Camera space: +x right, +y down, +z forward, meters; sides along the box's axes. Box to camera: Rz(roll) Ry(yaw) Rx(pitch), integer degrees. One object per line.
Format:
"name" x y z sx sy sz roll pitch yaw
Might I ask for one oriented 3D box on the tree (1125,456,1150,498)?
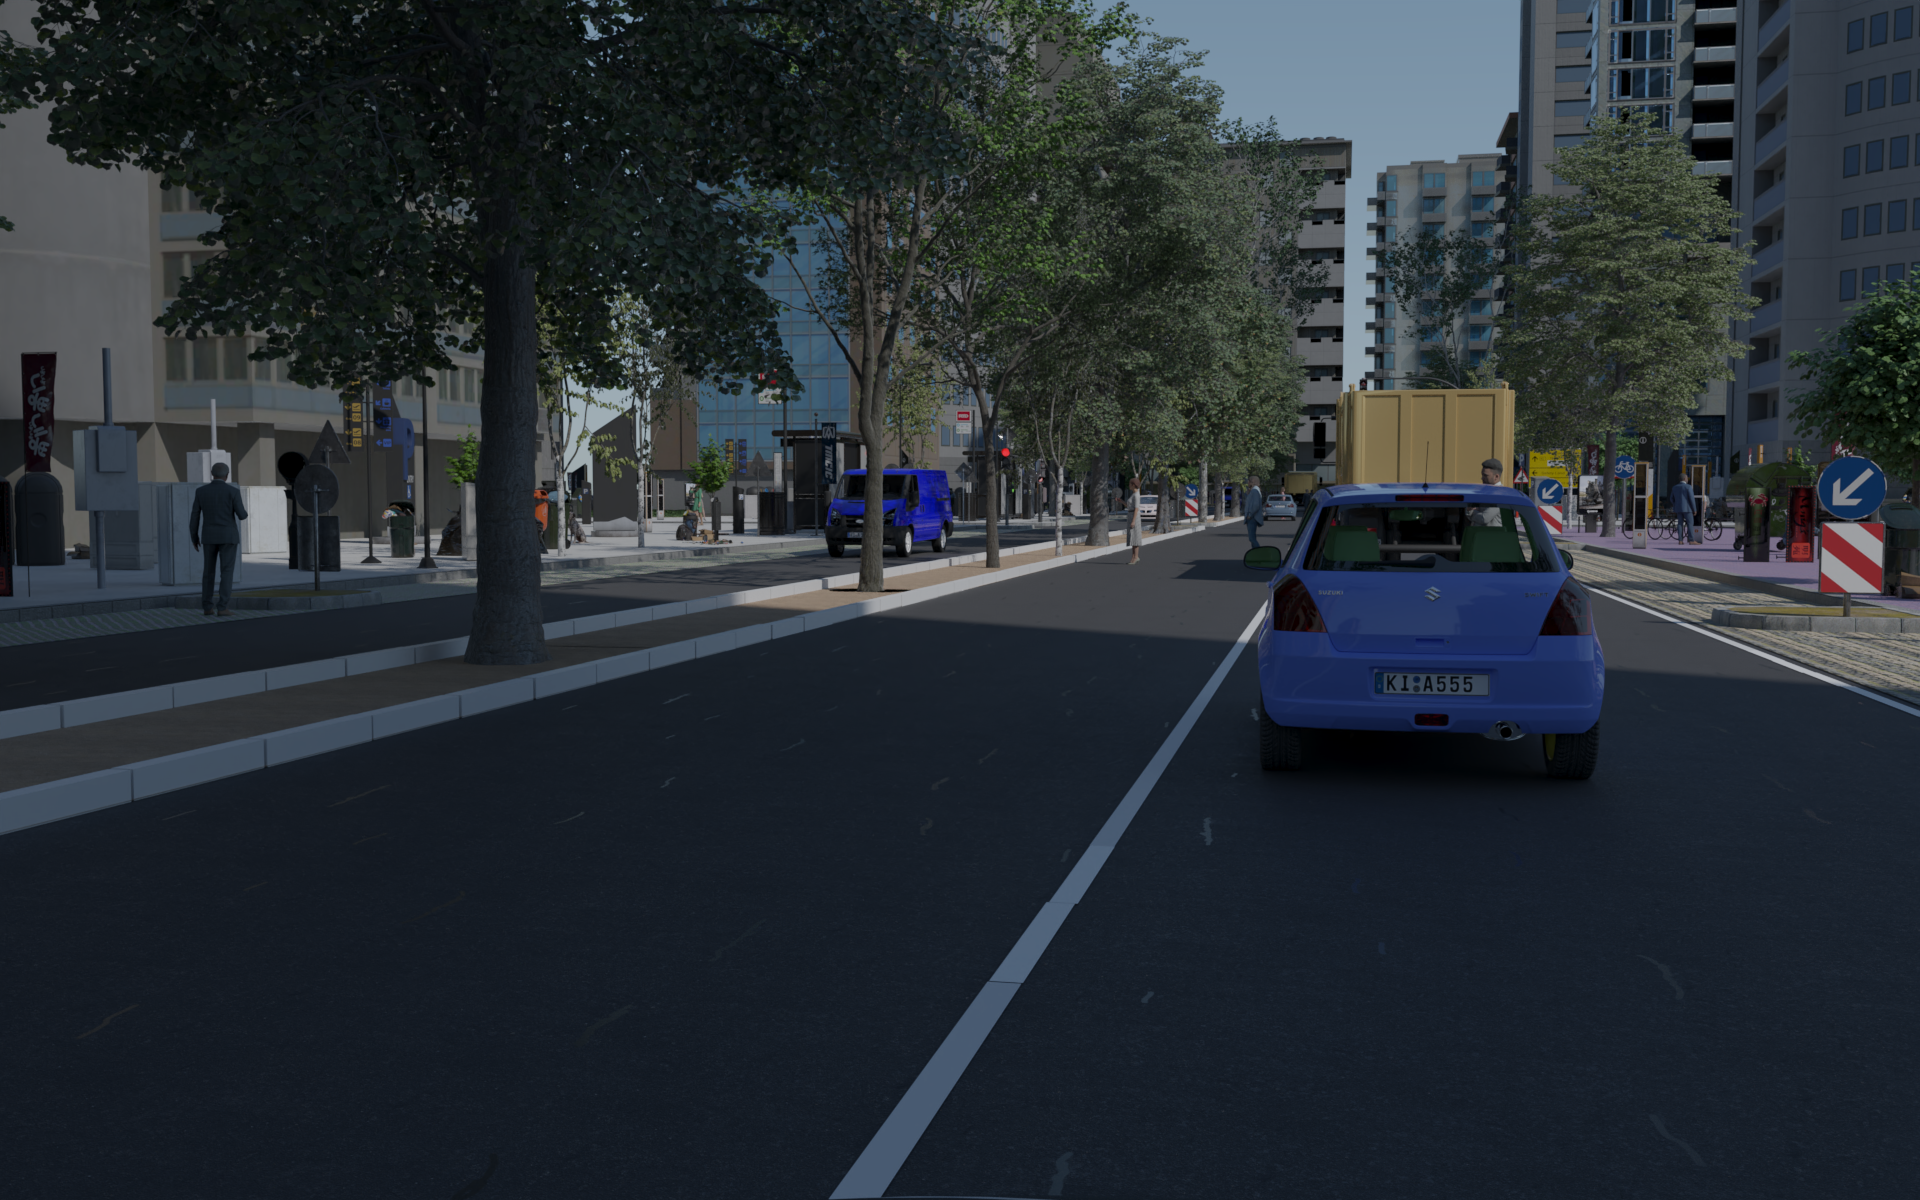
"tree" 13.376 -9.427 137.848 4.285 4.588 4.351 0 3 0

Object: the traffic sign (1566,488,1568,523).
"traffic sign" 27.235 -4.747 77.618 0.884 2.594 0.081 1 4 15

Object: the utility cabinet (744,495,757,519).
"utility cabinet" -10.833 -4.871 90.800 1.020 1.237 0.306 -2 4 -24

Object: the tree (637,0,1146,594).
"tree" -1.218 -5.906 24.772 9.928 11.665 9.643 0 3 0

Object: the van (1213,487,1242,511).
"van" 22.215 -8.504 143.432 2.240 2.365 5.245 1 4 13

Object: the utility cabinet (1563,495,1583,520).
"utility cabinet" 30.568 -4.601 86.382 1.020 1.237 0.306 -1 4 -18

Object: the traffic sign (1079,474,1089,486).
"traffic sign" 7.938 -6.823 111.655 0.768 2.556 0.104 1 4 21

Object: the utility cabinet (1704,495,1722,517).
"utility cabinet" 42.085 -5.244 96.894 1.020 1.237 0.306 1 4 14

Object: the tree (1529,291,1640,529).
"tree" 22.780 -6.938 63.803 4.360 8.622 3.978 0 3 0

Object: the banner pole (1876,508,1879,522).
"banner pole" 37.682 -4.962 71.152 0.401 3.779 0.863 3 5 43

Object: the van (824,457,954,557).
"van" -1.662 -2.248 41.143 2.240 2.365 5.245 1 4 13

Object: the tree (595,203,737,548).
"tree" -7.412 -5.562 41.304 4.360 8.622 3.978 0 3 0

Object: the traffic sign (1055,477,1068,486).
"traffic sign" 6.497 -6.788 110.983 0.884 2.594 0.081 1 4 16

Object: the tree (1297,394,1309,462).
"tree" 22.714 -12.966 132.580 7.486 12.596 7.792 0 3 0

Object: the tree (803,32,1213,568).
"tree" 0.735 -5.906 33.435 8.767 10.594 7.601 1 4 12

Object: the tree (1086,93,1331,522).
"tree" 10.403 -13.672 81.883 12.611 20.169 13.585 0 3 0

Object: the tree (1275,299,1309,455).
"tree" 16.943 -12.068 106.431 9.857 13.997 8.962 0 3 0

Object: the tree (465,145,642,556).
"tree" -8.162 -5.186 35.149 4.737 8.622 4.395 0 3 0

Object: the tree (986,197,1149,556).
"tree" 2.309 -5.324 39.859 4.360 8.622 3.978 0 3 0

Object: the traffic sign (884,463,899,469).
"traffic sign" -2.846 -4.401 72.062 0.768 2.556 0.104 1 4 20

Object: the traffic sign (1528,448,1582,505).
"traffic sign" 26.503 -5.096 77.185 2.265 3.308 0.079 1 4 14

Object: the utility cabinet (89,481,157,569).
"utility cabinet" -14.270 -1.269 29.432 1.173 1.500 0.318 2 4 24

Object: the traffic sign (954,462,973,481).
"traffic sign" 0.131 -4.364 71.088 0.795 2.593 0.064 1 4 16

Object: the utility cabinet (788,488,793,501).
"utility cabinet" -6.321 -3.660 68.524 0.318 1.500 1.173 2 4 30

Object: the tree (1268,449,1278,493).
"tree" 21.377 -10.627 126.572 4.737 8.622 4.395 0 3 0

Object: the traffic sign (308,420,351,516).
"traffic sign" -11.053 -1.854 30.317 0.884 2.594 0.081 1 4 16

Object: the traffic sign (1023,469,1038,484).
"traffic sign" 3.582 -5.380 88.070 0.768 2.556 0.104 1 4 19

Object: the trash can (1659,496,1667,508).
"trash can" 44.406 -5.970 109.268 0.748 1.137 0.748 0 3 0

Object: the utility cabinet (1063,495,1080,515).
"utility cabinet" 6.837 -5.799 105.969 1.020 1.237 0.306 -1 4 -23

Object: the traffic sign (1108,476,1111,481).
"traffic sign" 10.696 -7.558 123.572 0.884 2.594 0.081 1 4 19

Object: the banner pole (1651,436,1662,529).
"banner pole" 25.693 -4.536 64.176 0.401 3.779 0.863 -2 4 -27

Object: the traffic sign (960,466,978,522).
"traffic sign" 0.408 -4.818 78.776 0.884 2.594 0.081 1 4 22

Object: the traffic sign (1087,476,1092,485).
"traffic sign" 9.058 -7.299 119.437 0.768 2.556 0.104 1 4 14

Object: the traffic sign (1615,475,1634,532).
"traffic sign" 22.400 -3.568 58.343 0.884 2.594 0.081 1 4 19

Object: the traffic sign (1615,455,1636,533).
"traffic sign" 21.768 -3.468 56.814 0.768 2.556 0.104 1 4 17

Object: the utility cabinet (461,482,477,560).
"utility cabinet" -9.450 -1.521 33.555 0.318 1.500 1.173 -1 4 -20

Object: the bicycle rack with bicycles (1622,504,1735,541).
"bicycle rack with bicycles" 20.439 -2.153 48.577 2.852 0.926 2.925 -1 4 -14

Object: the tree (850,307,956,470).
"tree" -1.816 -7.070 65.956 4.737 8.622 4.395 0 3 0

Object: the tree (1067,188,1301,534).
"tree" 7.325 -8.729 62.184 9.611 12.733 9.660 0 3 0

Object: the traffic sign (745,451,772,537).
"traffic sign" -6.038 -3.170 51.836 0.884 2.594 0.081 1 4 18

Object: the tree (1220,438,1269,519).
"tree" 15.010 -8.904 98.404 4.737 8.622 4.395 0 3 0

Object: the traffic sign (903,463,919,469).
"traffic sign" -2.033 -4.352 71.259 0.768 2.556 0.104 1 4 13

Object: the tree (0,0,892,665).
"tree" -3.852 -6.440 14.408 9.857 13.997 8.962 0 3 0

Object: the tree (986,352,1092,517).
"tree" 4.800 -10.958 97.295 7.486 12.596 7.792 0 3 0

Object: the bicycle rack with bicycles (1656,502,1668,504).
"bicycle rack with bicycles" 31.842 -3.980 78.459 2.852 0.926 2.925 -3 4 -37

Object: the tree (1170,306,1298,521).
"tree" 13.687 -10.495 92.170 7.486 12.596 7.792 0 3 0

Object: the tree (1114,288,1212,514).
"tree" 5.644 -6.228 54.653 4.737 8.622 4.395 0 3 0

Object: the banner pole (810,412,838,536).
"banner pole" -4.178 -3.862 53.168 0.863 3.779 0.401 0 4 -3

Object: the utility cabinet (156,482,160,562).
"utility cabinet" -14.701 -1.446 32.322 0.318 1.500 1.173 3 4 37

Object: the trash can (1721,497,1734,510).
"trash can" 39.543 -4.740 89.149 0.748 1.137 0.748 0 3 0

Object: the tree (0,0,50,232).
"tree" -12.178 -5.998 16.200 7.486 12.596 7.792 0 3 0

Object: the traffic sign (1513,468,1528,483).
"traffic sign" 27.513 -5.193 84.909 0.884 2.594 0.081 1 4 13

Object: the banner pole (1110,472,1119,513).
"banner pole" 10.696 -7.898 119.155 0.401 3.779 0.863 -3 4 -36

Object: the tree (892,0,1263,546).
"tree" 3.799 -8.454 47.336 9.857 13.997 8.962 0 3 0
